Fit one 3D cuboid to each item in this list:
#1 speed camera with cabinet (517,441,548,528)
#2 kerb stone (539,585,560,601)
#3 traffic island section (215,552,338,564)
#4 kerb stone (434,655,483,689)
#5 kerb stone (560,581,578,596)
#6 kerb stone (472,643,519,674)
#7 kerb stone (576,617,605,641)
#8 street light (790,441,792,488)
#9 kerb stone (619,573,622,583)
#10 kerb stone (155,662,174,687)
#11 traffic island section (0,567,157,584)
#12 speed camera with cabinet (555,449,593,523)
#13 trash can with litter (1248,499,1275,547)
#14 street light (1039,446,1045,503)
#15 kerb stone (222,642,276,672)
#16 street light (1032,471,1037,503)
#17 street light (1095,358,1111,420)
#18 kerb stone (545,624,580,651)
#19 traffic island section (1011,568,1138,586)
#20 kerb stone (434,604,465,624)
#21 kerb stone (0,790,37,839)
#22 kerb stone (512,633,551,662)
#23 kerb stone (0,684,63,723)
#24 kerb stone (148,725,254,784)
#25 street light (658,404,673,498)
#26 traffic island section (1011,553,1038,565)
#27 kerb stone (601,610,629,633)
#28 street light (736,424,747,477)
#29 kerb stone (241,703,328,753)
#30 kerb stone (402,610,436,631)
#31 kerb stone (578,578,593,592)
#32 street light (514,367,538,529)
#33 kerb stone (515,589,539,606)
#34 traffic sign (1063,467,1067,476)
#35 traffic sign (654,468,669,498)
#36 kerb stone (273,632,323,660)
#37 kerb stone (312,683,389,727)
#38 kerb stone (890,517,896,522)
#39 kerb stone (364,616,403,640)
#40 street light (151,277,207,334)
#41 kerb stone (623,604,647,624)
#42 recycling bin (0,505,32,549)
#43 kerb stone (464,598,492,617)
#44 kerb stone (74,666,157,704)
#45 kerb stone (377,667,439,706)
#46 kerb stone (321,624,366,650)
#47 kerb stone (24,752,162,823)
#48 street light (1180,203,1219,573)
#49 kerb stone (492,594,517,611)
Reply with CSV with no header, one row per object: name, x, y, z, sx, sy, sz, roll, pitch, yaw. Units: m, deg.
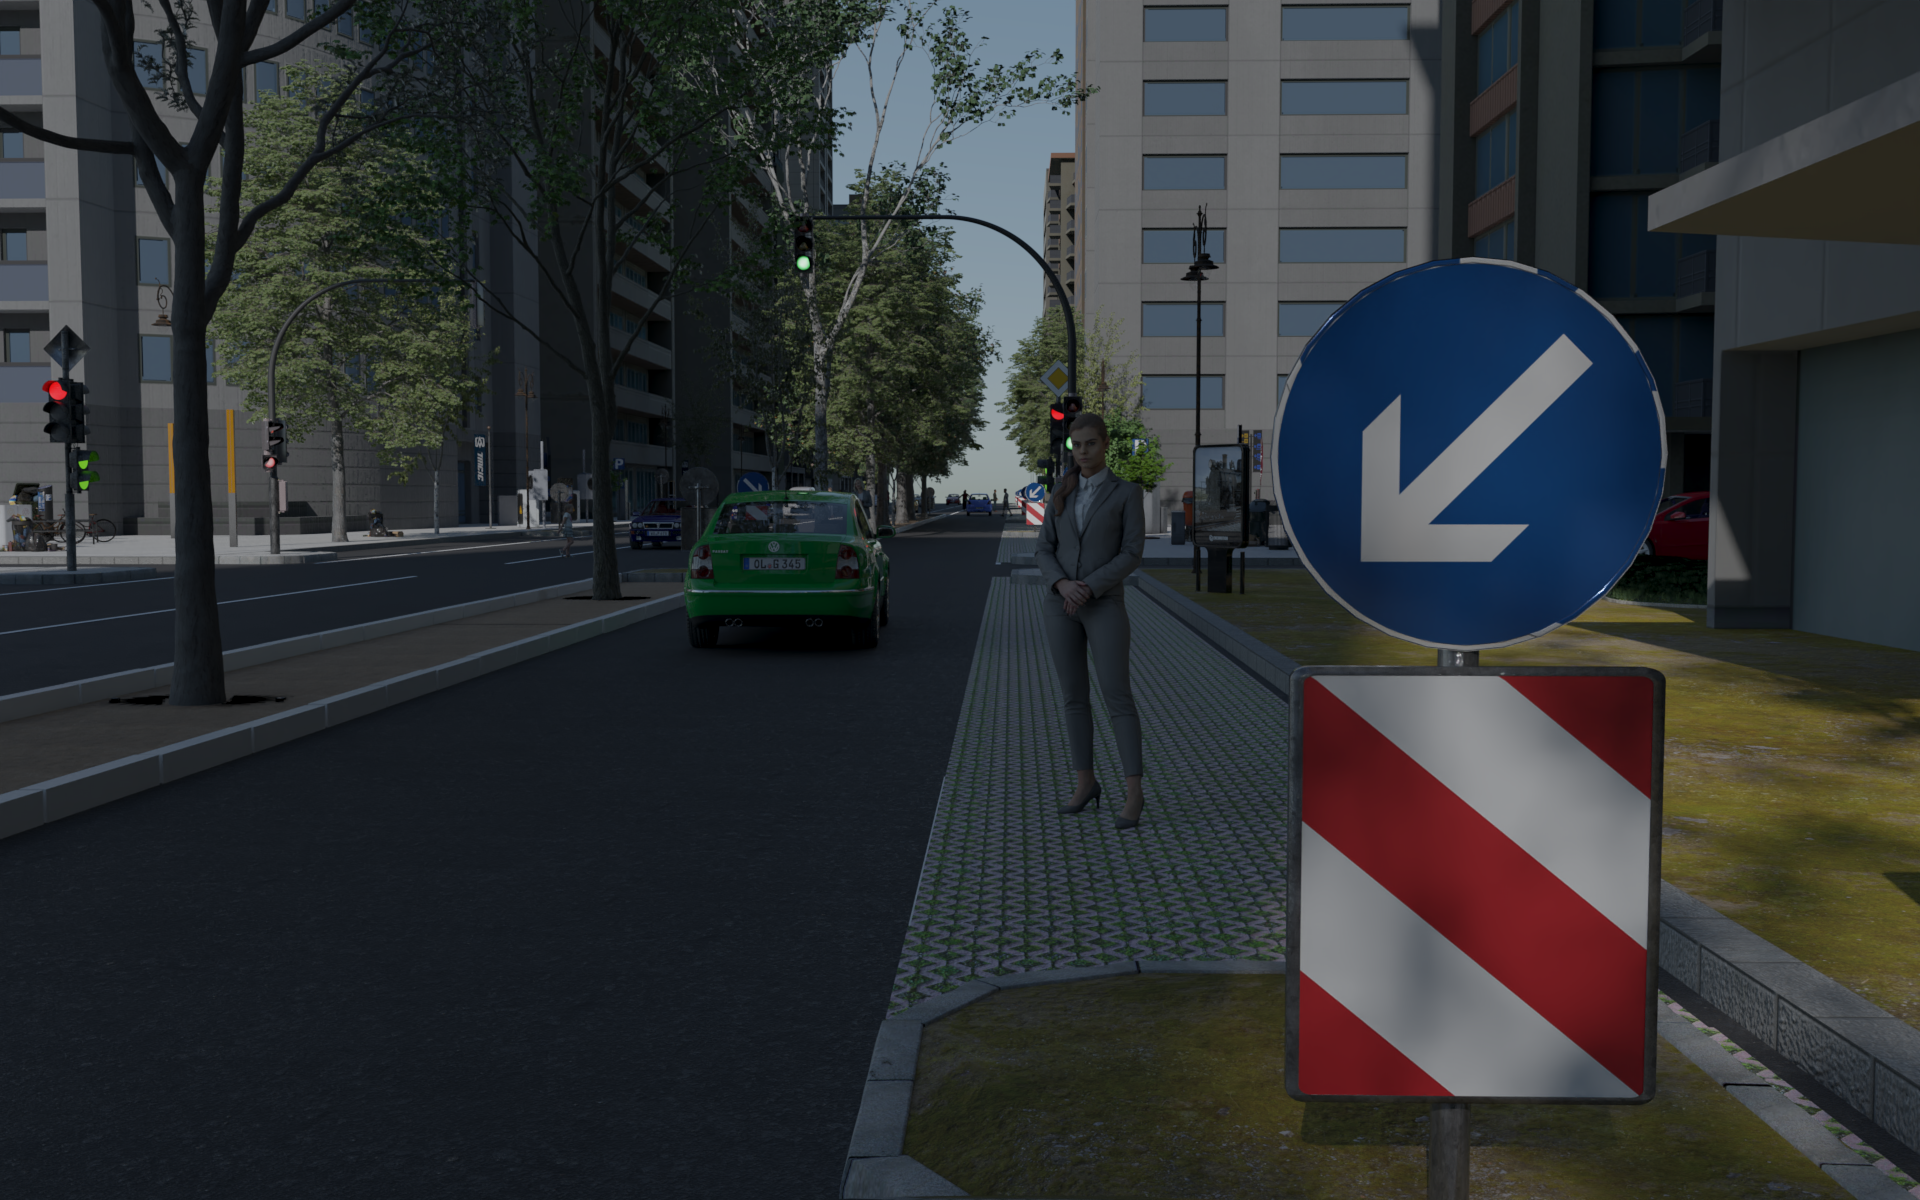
speed camera with cabinet,-16.210,-4.357,65.579,0.660,3.252,2.038,-2,4,-32
kerb stone,-5.655,-0.079,23.488,0.120,0.150,1.000,0,4,2
traffic island section,-14.604,-0.894,36.901,2.009,0.180,2.903,0,4,2
kerb stone,-3.862,0.558,13.168,0.120,0.150,1.000,0,4,2
kerb stone,-5.621,-0.141,24.510,0.120,0.150,1.000,0,4,2
kerb stone,-3.835,0.491,14.194,0.120,0.150,1.000,0,4,2
kerb stone,-3.746,0.301,17.268,0.120,0.150,1.000,0,4,2
street light,-13.558,-10.170,139.062,0.468,5.910,1.993,0,4,2
kerb stone,-5.526,-0.330,27.595,0.120,0.150,1.000,0,4,2
kerb stone,-5.959,0.553,13.245,0.120,0.150,1.000,0,4,2
traffic island section,-14.844,-0.406,28.920,2.009,0.180,2.903,0,4,2
speed camera with cabinet,-16.875,-5.003,76.142,0.660,3.252,2.038,2,4,32
trash can with litter,7.313,-1.900,42.445,0.624,1.170,1.055,2,4,25
street light,7.865,-11.548,161.594,0.468,5.910,1.993,0,4,2
kerb stone,-5.928,0.485,14.266,0.120,0.150,1.000,0,4,2
street light,9.661,-15.059,218.995,0.468,5.910,1.993,0,4,2
street light,4.850,-5.267,58.899,0.468,5.910,1.993,0,4,2
kerb stone,-3.774,0.364,16.241,0.120,0.150,1.000,0,4,2
traffic island section,1.840,-0.375,28.416,2.009,0.180,2.903,0,4,2
kerb stone,-5.784,0.172,19.385,0.120,0.150,1.000,0,4,2
kerb stone,-4.050,0.930,7.013,0.120,0.150,1.000,0,4,2
kerb stone,-3.806,0.429,15.217,0.120,0.150,1.000,0,4,2
kerb stone,-6.018,0.674,11.193,0.120,0.150,1.000,0,4,2
kerb stone,-3.985,0.808,9.062,0.120,0.150,1.000,0,4,2
street light,-15.085,-7.100,88.865,0.468,5.910,1.993,0,4,2
traffic island section,2.079,-0.863,36.397,2.009,0.180,2.903,0,4,2
kerb stone,-3.700,0.238,18.299,0.120,0.150,1.000,0,4,2
street light,-14.321,-8.612,113.593,0.468,5.910,1.993,0,4,2
kerb stone,-3.954,0.748,10.086,0.120,0.150,1.000,0,4,2
kerb stone,-5.812,0.235,18.363,0.120,0.150,1.000,0,4,2
kerb stone,-5.603,-0.197,25.532,0.120,0.150,1.000,0,4,2
street light,-15.730,-5.514,62.941,0.468,5.910,1.993,0,4,2
kerb stone,-5.682,-0.016,22.453,0.120,0.150,1.000,0,4,2
traffic sign,5.027,-4.789,78.404,0.768,2.556,0.104,0,4,6
traffic sign,-14.799,-5.249,85.933,0.768,2.556,0.104,1,4,9
kerb stone,-5.908,0.422,15.288,0.120,0.150,1.000,0,4,2
kerb stone,-3.924,0.681,11.120,0.120,0.150,1.000,0,4,2
kerb stone,-3.550,-4.366,93.722,0.120,0.150,1.000,0,4,2
kerb stone,-5.835,0.297,17.341,0.120,0.150,1.000,0,4,2
street light,-16.652,-3.932,37.071,0.468,5.910,1.993,0,4,2
kerb stone,-3.682,0.176,19.326,0.120,0.150,1.000,0,4,2
recycling bin,-22.254,-1.713,40.557,0.722,1.027,0.722,2,4,31
kerb stone,-5.749,0.109,20.406,0.120,0.150,1.000,0,4,2
kerb stone,-5.992,0.610,12.223,0.120,0.150,1.000,0,4,2
kerb stone,-3.897,0.615,12.146,0.120,0.150,1.000,0,4,2
kerb stone,-5.869,0.359,16.319,0.120,0.150,1.000,0,4,2
kerb stone,-4.020,0.868,8.037,0.120,0.150,1.000,0,4,2
street light,3.836,-3.369,27.878,0.468,5.910,1.993,0,4,2
kerb stone,-5.721,0.049,21.429,0.120,0.150,1.000,0,4,2
